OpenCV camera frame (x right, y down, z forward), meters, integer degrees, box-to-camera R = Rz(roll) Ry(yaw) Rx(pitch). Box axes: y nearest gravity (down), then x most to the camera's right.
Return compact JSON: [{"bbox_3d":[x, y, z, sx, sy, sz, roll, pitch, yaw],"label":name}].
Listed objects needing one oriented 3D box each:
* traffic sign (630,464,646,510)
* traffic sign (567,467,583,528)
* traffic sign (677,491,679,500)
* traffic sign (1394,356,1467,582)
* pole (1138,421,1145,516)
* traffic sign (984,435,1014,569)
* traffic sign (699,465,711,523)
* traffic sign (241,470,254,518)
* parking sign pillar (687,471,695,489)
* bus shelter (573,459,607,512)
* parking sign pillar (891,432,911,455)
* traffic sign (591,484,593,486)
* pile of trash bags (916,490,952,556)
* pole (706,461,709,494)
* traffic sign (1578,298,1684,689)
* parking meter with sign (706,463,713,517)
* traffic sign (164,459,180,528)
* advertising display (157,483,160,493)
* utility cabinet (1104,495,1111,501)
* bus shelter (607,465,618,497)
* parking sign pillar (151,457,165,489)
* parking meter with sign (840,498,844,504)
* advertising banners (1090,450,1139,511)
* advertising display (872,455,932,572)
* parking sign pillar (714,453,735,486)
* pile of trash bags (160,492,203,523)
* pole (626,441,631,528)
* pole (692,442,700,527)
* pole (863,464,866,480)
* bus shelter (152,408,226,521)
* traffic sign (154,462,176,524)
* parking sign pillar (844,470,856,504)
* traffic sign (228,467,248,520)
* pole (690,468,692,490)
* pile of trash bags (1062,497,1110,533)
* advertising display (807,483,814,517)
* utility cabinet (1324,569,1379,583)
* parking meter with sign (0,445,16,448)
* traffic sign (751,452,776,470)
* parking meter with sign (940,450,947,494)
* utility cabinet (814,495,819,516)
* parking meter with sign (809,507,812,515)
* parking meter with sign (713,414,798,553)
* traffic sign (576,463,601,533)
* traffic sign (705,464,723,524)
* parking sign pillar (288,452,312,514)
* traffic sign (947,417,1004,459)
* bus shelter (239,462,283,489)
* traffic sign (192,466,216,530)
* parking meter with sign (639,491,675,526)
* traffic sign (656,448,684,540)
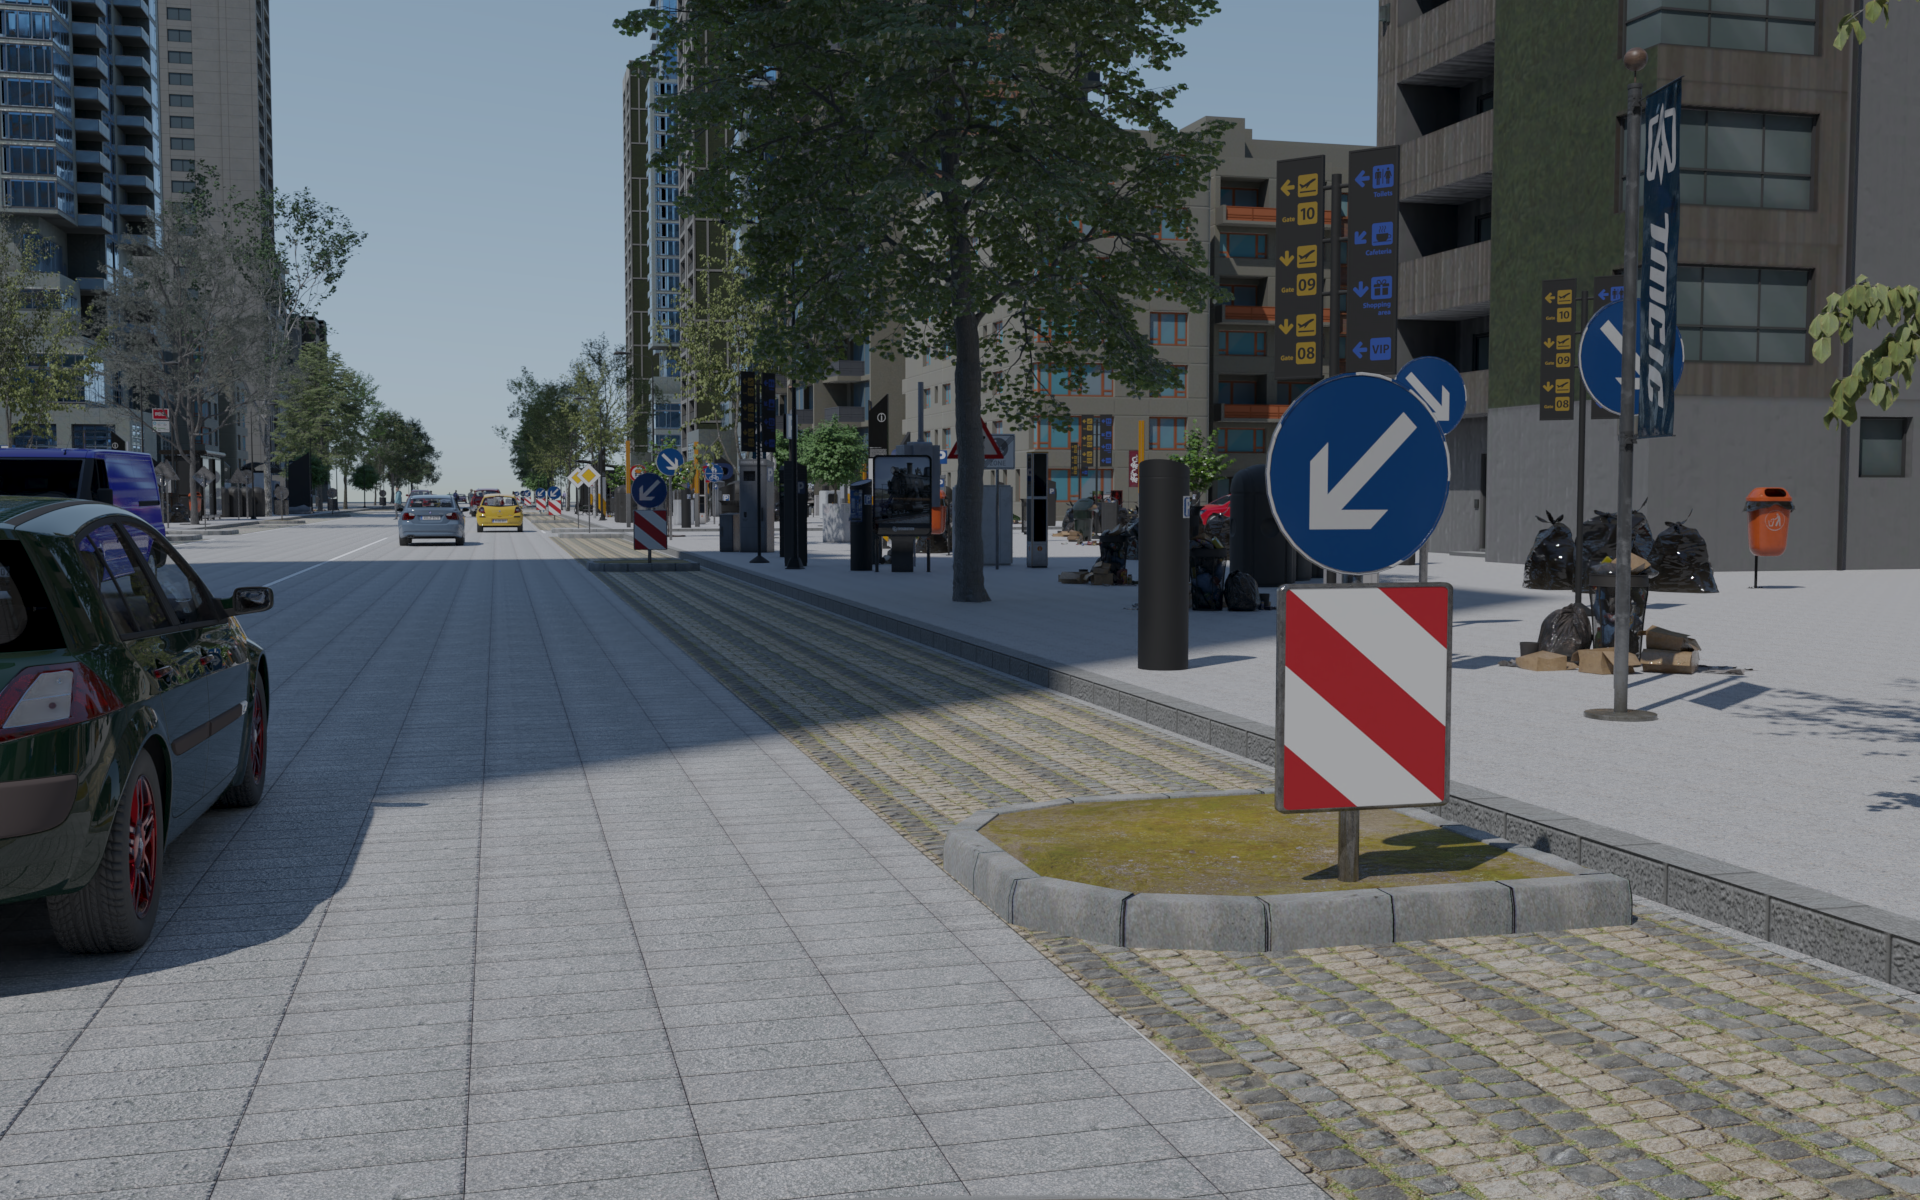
[{"bbox_3d":[-13.843,-4.553,74.554,0.768,2.556,0.104,-1,4,-13],"label":"traffic sign"},{"bbox_3d":[-14.228,-3.723,64.510,0.795,2.450,0.064,-1,4,-15],"label":"traffic sign"},{"bbox_3d":[-14.857,-5.571,91.195,0.768,2.556,0.104,-1,4,-11],"label":"traffic sign"},{"bbox_3d":[4.319,-0.978,16.100,0.768,2.556,0.104,-1,4,-12],"label":"traffic sign"},{"bbox_3d":[5.039,-3.320,48.127,0.158,3.312,0.155,0,3,0],"label":"pole"},{"bbox_3d":[0.632,-1.668,29.394,0.606,2.300,0.079,-1,4,-12],"label":"traffic sign"},{"bbox_3d":[-11.305,-4.722,77.310,0.768,2.556,0.104,-1,4,-14],"label":"traffic sign"},{"bbox_3d":[-37.419,-5.553,90.892,0.768,2.556,0.104,0,4,-5],"label":"traffic sign"},{"bbox_3d":[-19.677,-8.515,127.690,1.447,3.967,1.447,1,4,16],"label":"parking sign pillar"},{"bbox_3d":[-25.814,-7.891,120.296,1.731,3.624,6.357,-1,4,-15],"label":"bus shelter"},{"bbox_3d":[-2.554,-5.252,74.341,1.447,3.967,1.447,1,4,21],"label":"parking sign pillar"},{"bbox_3d":[-24.311,-7.047,115.224,0.884,2.594,0.081,0,4,-7],"label":"traffic sign"},{"bbox_3d":[-0.175,-1.700,37.550,1.912,1.369,3.447,1,4,12],"label":"pile of trash bags"},{"bbox_3d":[-15.469,-6.868,106.128,0.158,3.312,0.155,0,3,0],"label":"pole"},{"bbox_3d":[4.348,-0.687,11.334,0.768,2.556,0.104,-1,4,-13],"label":"traffic sign"},{"bbox_3d":[-13.545,-6.184,97.363,0.543,3.016,1.738,2,4,27],"label":"parking meter with sign"},{"bbox_3d":[-29.680,-3.966,64.848,0.884,2.594,0.081,0,4,-8],"label":"traffic sign"},{"bbox_3d":[-40.099,-4.925,85.744,0.974,1.923,0.123,0,4,-2],"label":"advertising display"},{"bbox_3d":[6.489,-4.016,76.826,0.306,1.237,1.020,-2,4,-25],"label":"utility cabinet"},{"bbox_3d":[-27.480,-8.834,135.718,1.731,3.624,6.357,-1,4,-15],"label":"bus shelter"},{"bbox_3d":[-57.592,-8.327,124.619,1.447,3.967,1.447,2,4,27],"label":"parking sign pillar"},{"bbox_3d":[-6.143,-5.882,92.437,0.543,3.016,1.738,0,4,3],"label":"parking meter with sign"},{"bbox_3d":[6.219,-4.458,69.077,2.074,3.025,0.090,0,4,-3],"label":"advertising banners"},{"bbox_3d":[-0.945,-1.420,28.427,0.974,1.923,0.123,0,3,0],"label":"advertising display"},{"bbox_3d":[-14.866,-7.391,109.307,1.447,3.967,1.447,-3,4,-36],"label":"parking sign pillar"},{"bbox_3d":[-35.284,-4.143,77.483,1.912,1.369,3.447,1,4,19],"label":"pile of trash bags"},{"bbox_3d":[-12.704,-4.432,66.313,0.158,3.312,0.155,0,3,0],"label":"pole"},{"bbox_3d":[-10.244,-4.503,67.462,0.158,3.312,0.155,0,3,0],"label":"pole"},{"bbox_3d":[-5.810,-6.828,105.481,0.158,3.312,0.155,0,3,0],"label":"pole"},{"bbox_3d":[-37.239,-6.479,83.558,2.179,5.291,8.768,-1,4,-15],"label":"bus shelter"},{"bbox_3d":[-24.630,-3.049,53.497,0.795,2.450,0.064,-1,4,-15],"label":"traffic sign"},{"bbox_3d":[-5.114,-5.655,80.929,1.447,3.967,1.447,-1,4,-13],"label":"parking sign pillar"},{"bbox_3d":[-35.074,-5.148,84.167,0.884,2.594,0.081,-1,4,-14],"label":"traffic sign"},{"bbox_3d":[-16.159,-6.766,104.467,0.158,3.312,0.155,0,3,0],"label":"pole"},{"bbox_3d":[5.178,-2.913,57.372,3.447,1.369,1.912,-1,4,-15],"label":"pile of trash bags"},{"bbox_3d":[-8.465,-5.485,94.890,0.974,1.923,0.123,-1,4,-12],"label":"advertising display"},{"bbox_3d":[3.196,-0.182,14.145,0.306,1.237,1.020,0,4,3],"label":"utility cabinet"},{"bbox_3d":[-33.607,-3.947,60.796,0.543,3.016,1.738,-1,4,-16],"label":"parking meter with sign"},{"bbox_3d":[-5.751,-3.091,50.647,0.768,2.556,0.104,0,4,-8],"label":"traffic sign"},{"bbox_3d":[-0.805,-4.394,68.109,0.543,3.016,1.738,0,4,2],"label":"parking meter with sign"},{"bbox_3d":[-8.179,-5.625,103.133,1.020,1.237,0.306,-2,4,-31],"label":"utility cabinet"},{"bbox_3d":[-9.286,-6.614,104.401,1.738,3.016,0.543,-1,4,-11],"label":"parking meter with sign"},{"bbox_3d":[-4.466,-2.556,38.047,1.738,3.016,0.543,1,4,21],"label":"parking meter with sign"},{"bbox_3d":[-12.166,-3.251,56.795,0.795,2.450,0.064,-1,4,-15],"label":"traffic sign"},{"bbox_3d":[-10.400,-4.475,73.276,0.768,2.556,0.104,-1,4,-9],"label":"traffic sign"},{"bbox_3d":[-42.228,-7.478,110.735,1.447,3.967,1.447,-1,4,-12],"label":"parking sign pillar"},{"bbox_3d":[0.230,-1.610,26.333,0.884,2.594,0.081,-1,4,-12],"label":"traffic sign"},{"bbox_3d":[-45.126,-7.216,111.905,2.014,3.302,5.546,-1,4,-15],"label":"bus shelter"},{"bbox_3d":[-26.692,-3.521,61.212,0.795,2.450,0.064,-1,4,-15],"label":"traffic sign"},{"bbox_3d":[-12.265,-4.498,69.798,0.543,3.016,1.738,2,4,26],"label":"parking meter with sign"},{"bbox_3d":[-8.039,-2.934,48.082,0.768,2.556,0.104,-1,4,-13],"label":"traffic sign"}]
